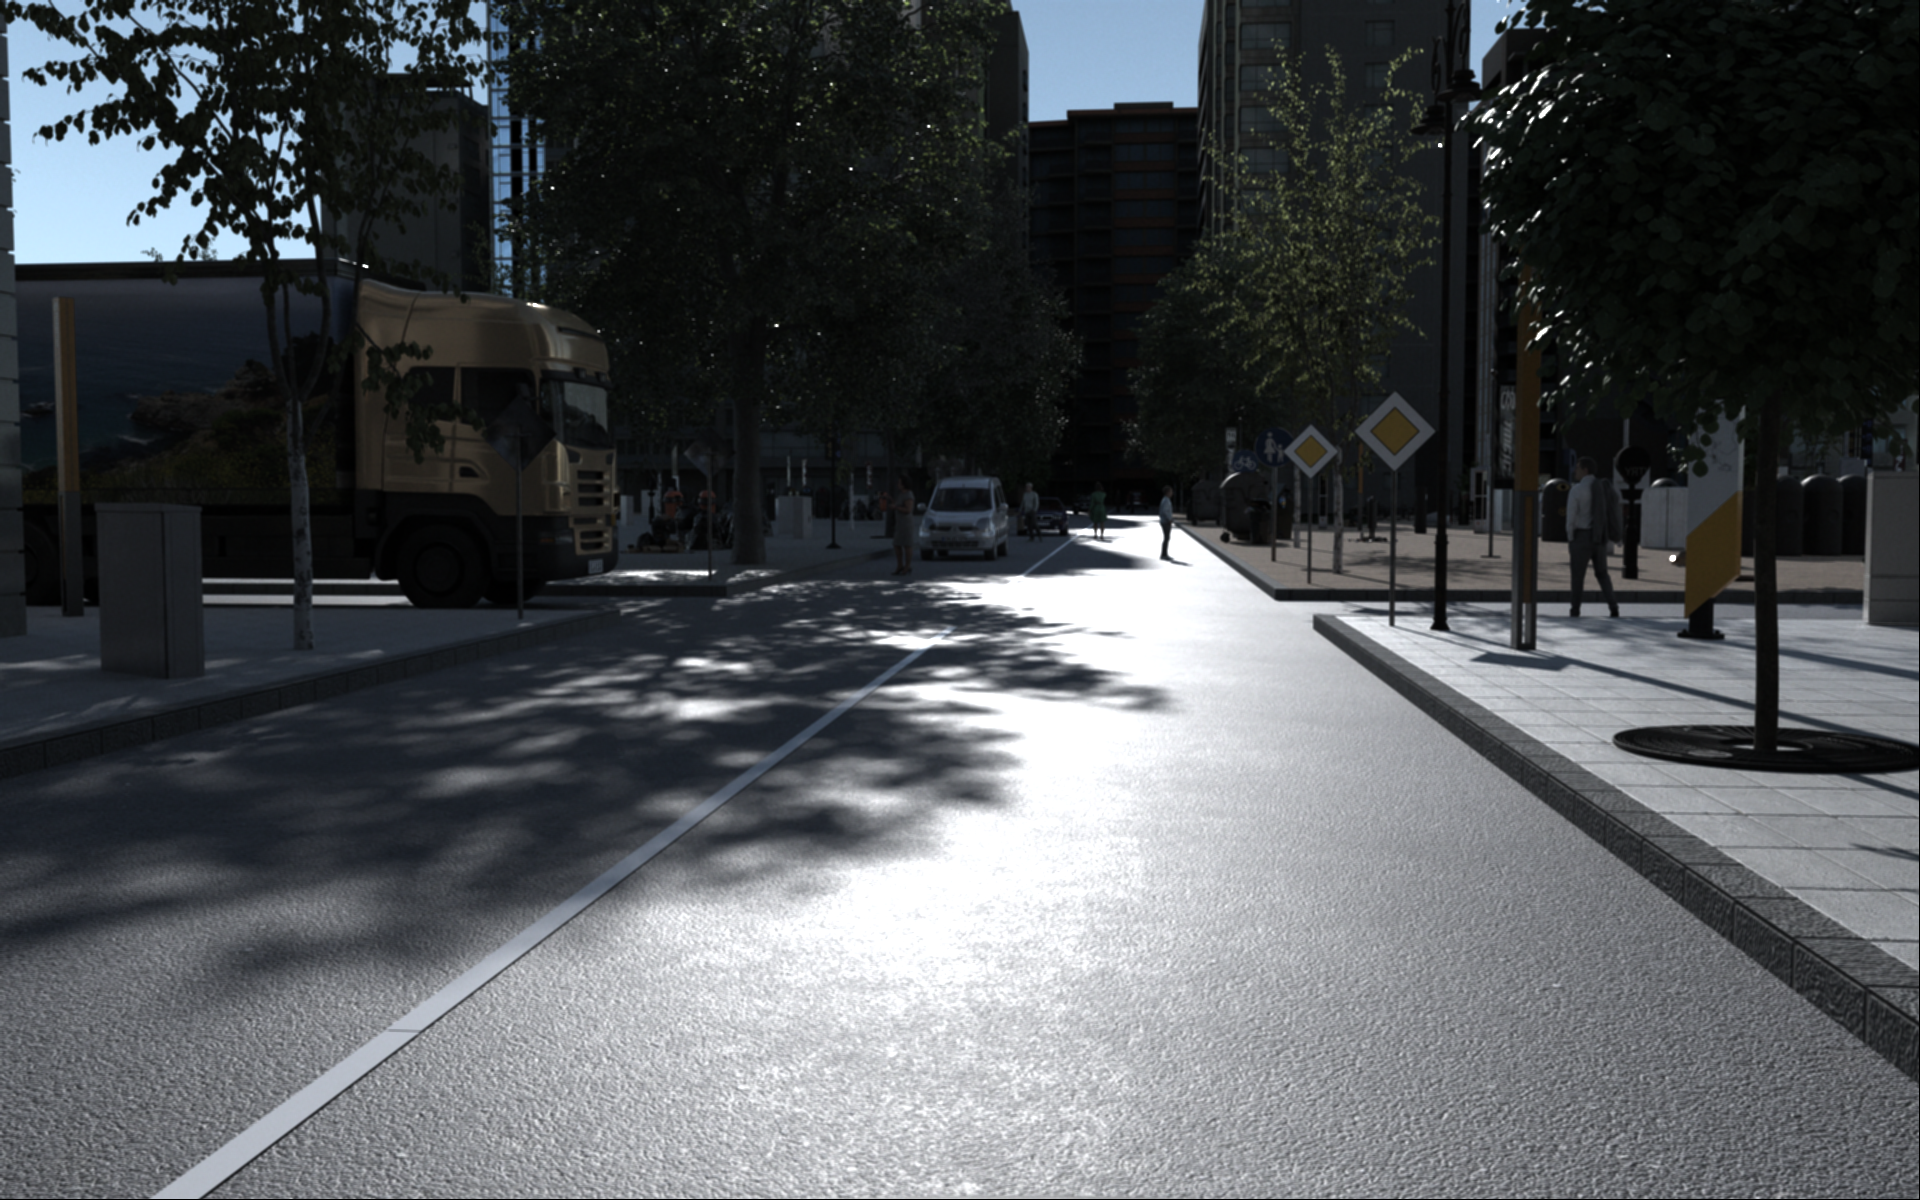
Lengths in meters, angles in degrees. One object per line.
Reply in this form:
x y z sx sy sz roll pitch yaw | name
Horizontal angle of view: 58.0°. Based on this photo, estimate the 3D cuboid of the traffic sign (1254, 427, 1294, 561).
5.998 -2.015 33.044 0.768 2.556 0.104 1 4 13 | traffic sign

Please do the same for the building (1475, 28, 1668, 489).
56.932 -31.266 161.313 14.200 45.320 14.600 0 4 6 | building

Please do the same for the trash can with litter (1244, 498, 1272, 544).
7.670 -2.005 44.171 0.624 1.170 1.055 2 4 25 | trash can with litter

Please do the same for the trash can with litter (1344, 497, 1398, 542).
10.998 -2.193 46.906 1.678 1.210 2.233 1 4 22 | trash can with litter

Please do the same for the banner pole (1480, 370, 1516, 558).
10.953 -2.754 35.047 0.863 3.779 0.401 -2 4 -25 | banner pole

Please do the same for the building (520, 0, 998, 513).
-13.294 -26.665 127.856 32.217 40.220 23.993 0 4 6 | building

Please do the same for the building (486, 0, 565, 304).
-30.982 -52.062 163.886 31.000 86.520 22.319 0 4 6 | building

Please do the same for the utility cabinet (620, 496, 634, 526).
-13.510 -3.617 70.298 0.306 1.237 1.020 -2 4 -25 | utility cabinet

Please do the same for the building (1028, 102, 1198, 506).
19.991 -33.154 196.690 28.867 44.769 22.147 0 4 6 | building

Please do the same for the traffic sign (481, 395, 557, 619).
-4.499 -0.859 17.683 0.795 2.450 0.064 0 4 6 | traffic sign

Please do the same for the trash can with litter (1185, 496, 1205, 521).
11.149 -4.298 81.658 1.055 1.170 0.624 2 4 27 | trash can with litter

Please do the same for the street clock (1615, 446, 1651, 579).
10.166 -1.325 26.226 0.471 2.002 0.358 0 4 7 | street clock

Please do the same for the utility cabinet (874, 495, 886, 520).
-3.760 -4.601 86.390 1.020 1.237 0.306 0 4 4 | utility cabinet

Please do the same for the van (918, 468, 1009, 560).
0.130 -1.946 38.830 2.013 2.044 4.112 0 4 7 | van

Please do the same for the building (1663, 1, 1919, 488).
78.630 -32.673 153.812 30.456 49.044 23.786 0 4 6 | building

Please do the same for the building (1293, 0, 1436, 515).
26.133 -27.136 127.265 14.154 41.232 14.086 0 4 6 | building

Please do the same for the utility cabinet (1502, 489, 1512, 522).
24.916 -4.348 79.771 0.318 1.500 1.173 -2 4 -33 | utility cabinet

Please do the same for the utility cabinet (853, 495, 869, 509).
-5.603 -5.232 96.711 1.020 1.237 0.306 2 4 28 | utility cabinet

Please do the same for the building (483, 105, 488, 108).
-54.525 -33.610 199.642 14.200 45.320 14.600 0 4 6 | building

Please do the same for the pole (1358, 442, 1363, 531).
14.056 -4.093 60.769 0.158 3.312 0.155 0 3 0 | pole

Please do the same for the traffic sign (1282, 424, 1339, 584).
4.997 -1.290 24.737 0.795 2.450 0.064 0 4 6 | traffic sign

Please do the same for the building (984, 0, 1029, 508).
-4.692 -33.024 163.636 21.600 48.544 21.300 0 4 6 | building

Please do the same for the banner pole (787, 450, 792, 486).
-9.696 -6.637 98.529 0.401 3.779 0.863 -1 4 -22 | banner pole

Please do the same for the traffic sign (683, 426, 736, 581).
-3.701 -1.345 25.628 0.795 2.450 0.064 0 4 6 | traffic sign

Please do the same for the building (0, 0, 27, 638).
-23.685 -14.281 10.989 29.804 29.767 11.434 0 4 6 | building

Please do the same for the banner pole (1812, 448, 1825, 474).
46.061 -6.306 93.127 0.401 3.779 0.863 -3 5 -42 | banner pole

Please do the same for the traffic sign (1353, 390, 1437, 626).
4.199 -0.804 16.792 0.795 2.450 0.064 0 4 6 | traffic sign

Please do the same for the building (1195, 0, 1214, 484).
32.816 -32.724 158.745 21.300 48.544 21.600 0 4 6 | building

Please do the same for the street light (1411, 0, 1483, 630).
4.541 -2.656 16.209 0.468 5.910 1.993 0 4 6 | street light

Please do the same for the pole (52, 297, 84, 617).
-9.314 -1.483 18.085 0.158 3.312 0.155 0 3 0 | pole

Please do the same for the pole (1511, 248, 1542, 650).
4.664 -1.248 14.242 0.158 3.312 0.155 0 3 0 | pole

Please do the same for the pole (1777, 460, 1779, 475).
23.044 -3.375 49.025 0.158 3.312 0.155 0 3 0 | pole

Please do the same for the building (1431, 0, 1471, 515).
24.911 -26.279 113.257 14.154 41.232 14.086 0 4 6 | building

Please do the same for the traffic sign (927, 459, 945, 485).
-0.817 -3.853 63.099 0.768 2.556 0.104 1 4 11 | traffic sign

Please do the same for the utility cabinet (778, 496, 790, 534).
-5.370 -2.705 55.395 1.020 1.237 0.306 3 5 42 | utility cabinet

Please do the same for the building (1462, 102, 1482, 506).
62.983 -32.884 192.283 28.867 44.769 22.147 0 4 6 | building

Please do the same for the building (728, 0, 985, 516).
-6.005 -25.957 107.997 14.154 41.232 14.086 0 4 6 | building

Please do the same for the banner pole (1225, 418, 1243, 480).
9.052 -4.103 57.093 0.863 3.779 0.401 -2 4 -30 | banner pole

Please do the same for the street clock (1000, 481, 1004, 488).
2.203 -5.456 93.781 0.358 2.002 0.471 -1 4 -11 | street clock

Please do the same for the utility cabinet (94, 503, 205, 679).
-5.789 -0.075 12.389 1.020 1.237 0.306 3 5 40 | utility cabinet

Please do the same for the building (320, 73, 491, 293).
-53.413 -29.846 171.571 14.086 41.232 14.154 0 4 6 | building

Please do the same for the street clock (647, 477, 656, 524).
-13.024 -4.193 73.122 0.358 2.002 0.471 -2 4 -34 | street clock

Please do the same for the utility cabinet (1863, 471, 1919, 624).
9.507 -0.503 16.896 1.173 1.500 0.318 1 4 17 | utility cabinet

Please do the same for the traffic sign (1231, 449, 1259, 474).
8.109 -3.012 49.357 0.768 2.556 0.104 0 4 8 | traffic sign

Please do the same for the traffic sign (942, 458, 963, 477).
-0.268 -3.729 61.069 0.768 2.556 0.104 1 4 12 | traffic sign
